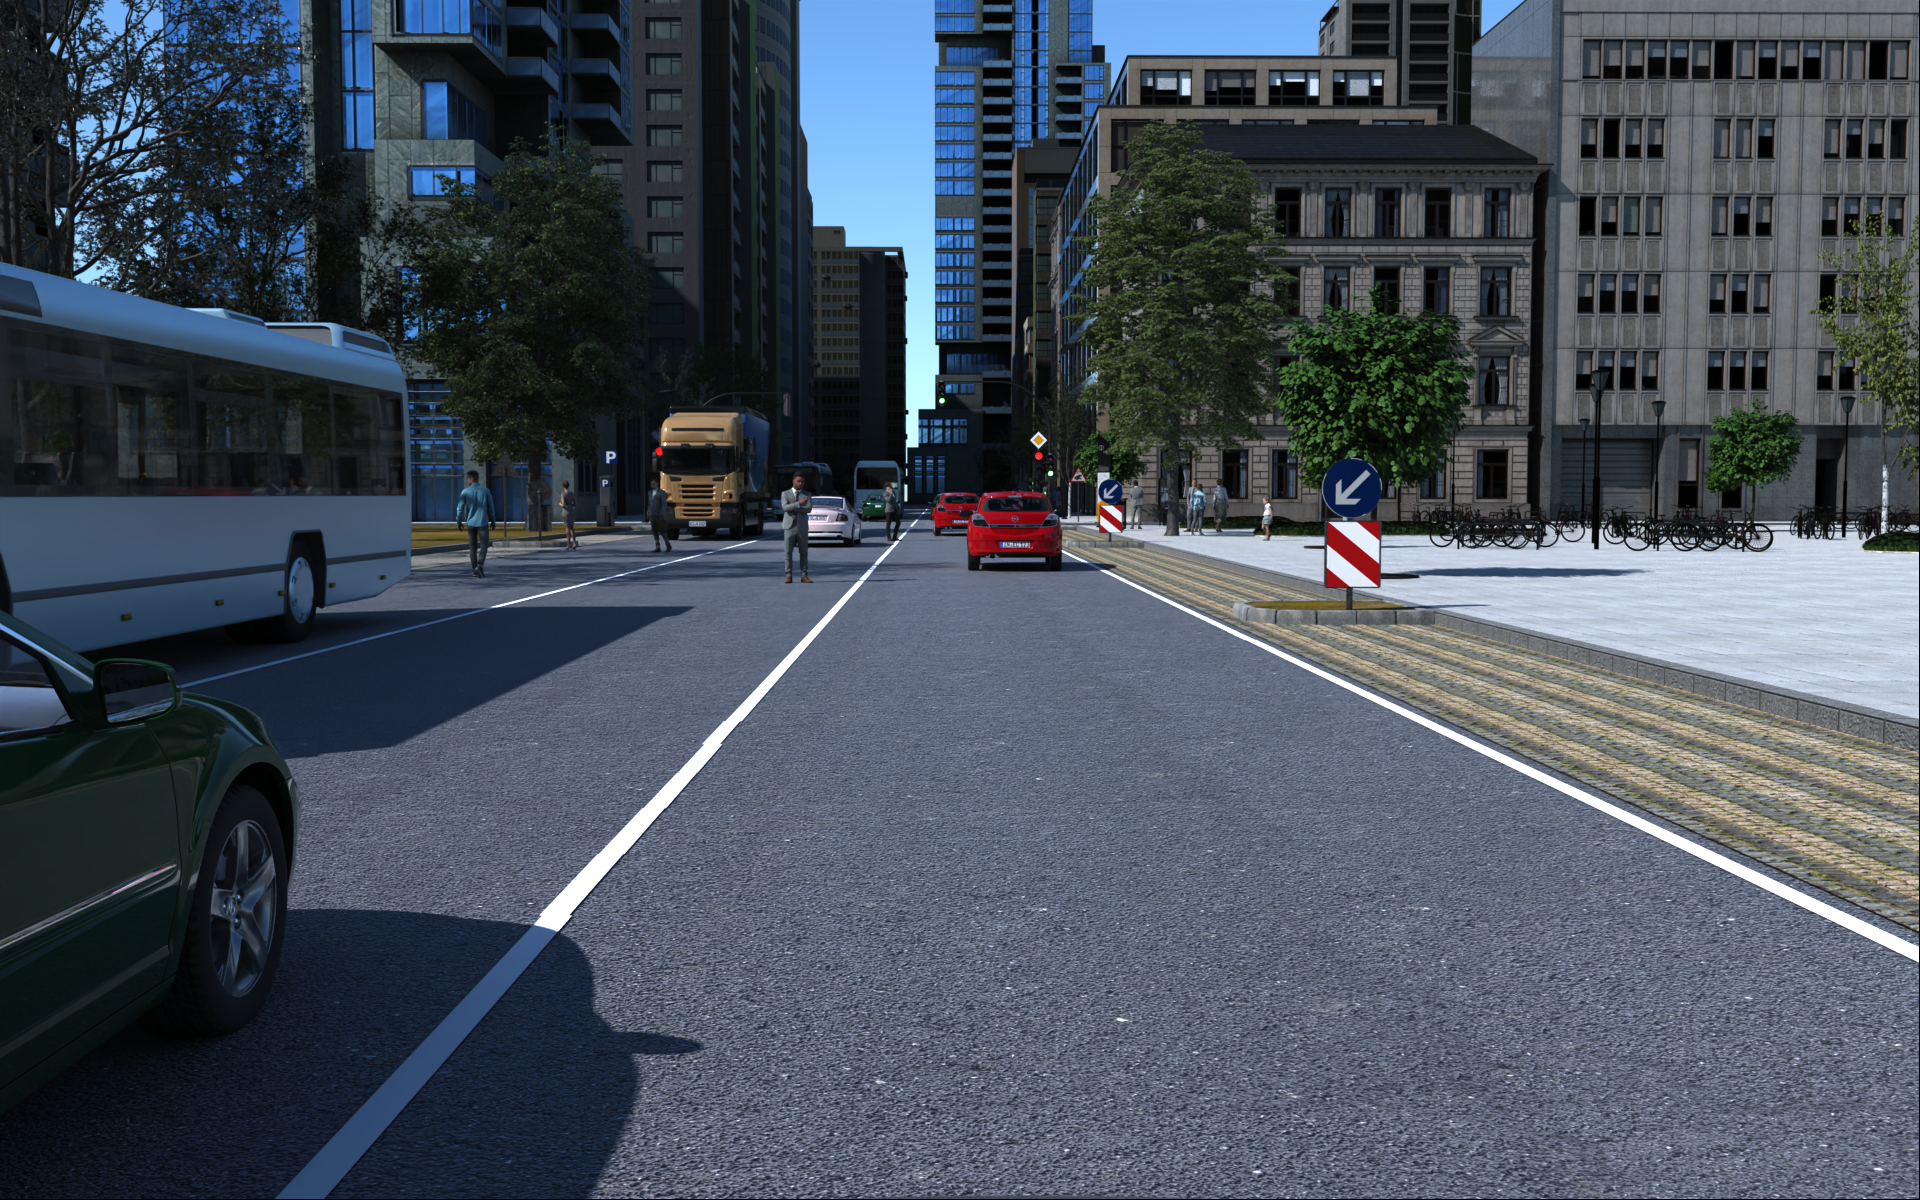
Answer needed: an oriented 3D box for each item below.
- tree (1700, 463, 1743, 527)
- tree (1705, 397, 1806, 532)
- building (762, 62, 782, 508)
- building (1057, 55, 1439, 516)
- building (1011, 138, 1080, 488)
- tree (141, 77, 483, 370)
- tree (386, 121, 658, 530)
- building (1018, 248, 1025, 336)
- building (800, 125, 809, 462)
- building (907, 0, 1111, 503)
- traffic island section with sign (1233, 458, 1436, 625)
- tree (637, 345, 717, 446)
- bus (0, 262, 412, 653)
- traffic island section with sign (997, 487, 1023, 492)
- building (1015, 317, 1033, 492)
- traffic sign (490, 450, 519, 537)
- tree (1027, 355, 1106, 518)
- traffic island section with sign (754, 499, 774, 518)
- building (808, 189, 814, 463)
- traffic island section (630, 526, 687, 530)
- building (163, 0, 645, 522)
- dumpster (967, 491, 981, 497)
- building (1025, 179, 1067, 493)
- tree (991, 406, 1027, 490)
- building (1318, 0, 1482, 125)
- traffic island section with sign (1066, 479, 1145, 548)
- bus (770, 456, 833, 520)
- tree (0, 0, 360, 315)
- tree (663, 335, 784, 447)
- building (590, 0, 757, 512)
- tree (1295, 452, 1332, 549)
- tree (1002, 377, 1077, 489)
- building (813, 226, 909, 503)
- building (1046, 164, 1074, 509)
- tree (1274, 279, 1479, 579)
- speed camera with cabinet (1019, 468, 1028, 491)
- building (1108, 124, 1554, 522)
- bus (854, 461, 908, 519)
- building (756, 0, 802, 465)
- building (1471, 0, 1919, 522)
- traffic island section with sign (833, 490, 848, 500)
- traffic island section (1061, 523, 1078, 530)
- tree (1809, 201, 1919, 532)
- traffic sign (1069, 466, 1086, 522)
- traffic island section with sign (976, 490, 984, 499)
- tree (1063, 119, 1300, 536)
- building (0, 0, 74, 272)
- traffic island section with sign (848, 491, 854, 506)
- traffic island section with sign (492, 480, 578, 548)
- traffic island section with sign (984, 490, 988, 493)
[{"bbox_3d":[29.817,-4.495,68.091,1.663,3.219,1.824,0,3,0],"label":"tree"},{"bbox_3d":[26.825,-4.582,58.630,4.285,4.588,4.351,0,3,0],"label":"tree"},{"bbox_3d":[-24.089,-29.081,159.072,14.154,41.232,14.086,0,4,-1],"label":"building"},{"bbox_3d":[17.262,-19.024,115.554,19.350,26.468,34.151,0,4,-1],"label":"building"},{"bbox_3d":[13.719,-34.762,218.464,14.600,45.320,14.200,0,4,-1],"label":"building"},{"bbox_3d":[-14.744,-6.321,37.755,8.767,10.594,7.601,-1,4,-18],"label":"tree"},{"bbox_3d":[-15.113,-9.439,60.986,9.857,13.997,8.962,0,3,0],"label":"tree"},{"bbox_3d":[13.722,-26.468,204.460,14.160,30.474,14.107,0,4,-1],"label":"building"},{"bbox_3d":[-25.107,-33.733,201.647,14.600,45.320,14.200,0,4,-1],"label":"building"},{"bbox_3d":[8.114,-57.172,247.426,31.000,86.520,22.319,0,4,-1],"label":"building"},{"bbox_3d":[4.191,-0.683,19.801,1.989,1.847,2.006,0,4,-1],"label":"traffic island section with sign"},{"bbox_3d":[-14.277,-8.329,86.534,4.360,8.622,3.978,0,3,0],"label":"tree"},{"bbox_3d":[-7.500,-1.138,13.474,2.948,3.499,13.247,0,4,-1],"label":"bus"},{"bbox_3d":[3.261,-5.732,102.342,1.989,1.847,2.006,0,4,-1],"label":"traffic island section with sign"},{"bbox_3d":[20.236,-20.691,183.341,27.650,21.520,28.899,0,4,-1],"label":"building"},{"bbox_3d":[-13.544,-3.151,51.525,0.884,2.594,0.081,0,4,7],"label":"traffic sign"},{"bbox_3d":[5.826,-8.687,92.397,4.360,8.622,3.978,0,3,0],"label":"tree"},{"bbox_3d":[-12.052,-5.744,102.542,1.989,1.847,2.006,0,4,-1],"label":"traffic island section with sign"},{"bbox_3d":[-25.709,-32.762,219.254,14.086,41.232,14.154,0,4,-1],"label":"building"},{"bbox_3d":[-12.013,-2.894,69.592,2.009,0.180,2.903,0,4,-1],"label":"traffic island section"},{"bbox_3d":[-28.963,-47.660,91.912,22.319,86.520,31.000,0,4,-1],"label":"building"},{"bbox_3d":[1.796,-12.929,219.600,1.865,1.857,1.264,0,4,1],"label":"dumpster"},{"bbox_3d":[13.724,-23.843,161.531,14.160,30.474,14.107,0,4,-1],"label":"building"},{"bbox_3d":[4.827,-11.613,140.237,4.360,8.622,3.978,0,3,0],"label":"tree"},{"bbox_3d":[63.172,-49.495,247.496,20.611,71.187,20.563,0,4,-1],"label":"building"},{"bbox_3d":[3.885,-2.332,46.755,1.989,1.847,2.006,0,4,-1],"label":"traffic island section with sign"},{"bbox_3d":[-8.864,-6.297,97.812,2.948,3.499,13.247,0,4,-1],"label":"bus"},{"bbox_3d":[-14.524,-7.129,26.934,12.009,13.543,11.850,0,3,0],"label":"tree"},{"bbox_3d":[-15.499,-11.567,114.882,9.928,11.665,9.643,0,3,0],"label":"tree"},{"bbox_3d":[-22.994,-27.368,131.062,14.154,41.232,14.086,0,4,-1],"label":"building"},{"bbox_3d":[8.777,-2.828,40.843,1.663,3.219,1.824,0,3,0],"label":"tree"},{"bbox_3d":[5.265,-9.665,108.386,4.737,8.622,4.395,0,3,0],"label":"tree"},{"bbox_3d":[-19.688,-34.384,254.059,23.993,40.220,32.217,0,4,-1],"label":"building"},{"bbox_3d":[14.283,-21.829,142.808,13.634,28.700,20.117,0,4,-1],"label":"building"},{"bbox_3d":[6.318,-2.623,26.597,4.285,4.588,4.351,0,3,0],"label":"tree"},{"bbox_3d":[4.808,-8.216,128.667,0.660,3.252,2.038,0,4,-4],"label":"speed camera with cabinet"},{"bbox_3d":[17.283,-13.431,84.218,19.286,19.102,10.561,0,4,-1],"label":"building"},{"bbox_3d":[-4.661,-6.562,102.150,2.948,3.499,13.247,0,4,-1],"label":"bus"},{"bbox_3d":[-28.190,-39.024,180.043,21.231,58.520,28.212,0,4,-1],"label":"building"},{"bbox_3d":[36.874,-16.374,85.743,19.932,24.808,12.078,0,4,-1],"label":"building"},{"bbox_3d":[-12.912,-10.441,179.333,1.989,1.847,2.006,0,4,-1],"label":"traffic island section with sign"},{"bbox_3d":[3.627,-2.904,69.760,2.009,0.180,2.903,0,4,-1],"label":"traffic island section"},{"bbox_3d":[23.701,-5.708,43.693,4.737,8.622,4.395,0,3,0],"label":"tree"},{"bbox_3d":[5.433,-4.859,79.448,0.884,2.594,0.081,0,4,6],"label":"traffic sign"},{"bbox_3d":[2.105,-12.129,206.944,1.989,1.847,2.006,0,4,-1],"label":"traffic island section with sign"},{"bbox_3d":[6.772,-8.258,53.151,7.486,12.596,7.792,0,3,0],"label":"tree"},{"bbox_3d":[-66.480,-30.940,95.114,27.495,52.752,28.713,0,4,-1],"label":"building"},{"bbox_3d":[-13.228,-12.147,207.229,1.989,1.847,2.006,0,4,-1],"label":"traffic island section with sign"},{"bbox_3d":[-11.437,-2.340,46.885,1.989,1.847,2.006,0,4,-1],"label":"traffic island section with sign"},{"bbox_3d":[2.964,-7.380,129.295,1.989,1.847,2.006,0,4,-1],"label":"traffic island section with sign"}]
